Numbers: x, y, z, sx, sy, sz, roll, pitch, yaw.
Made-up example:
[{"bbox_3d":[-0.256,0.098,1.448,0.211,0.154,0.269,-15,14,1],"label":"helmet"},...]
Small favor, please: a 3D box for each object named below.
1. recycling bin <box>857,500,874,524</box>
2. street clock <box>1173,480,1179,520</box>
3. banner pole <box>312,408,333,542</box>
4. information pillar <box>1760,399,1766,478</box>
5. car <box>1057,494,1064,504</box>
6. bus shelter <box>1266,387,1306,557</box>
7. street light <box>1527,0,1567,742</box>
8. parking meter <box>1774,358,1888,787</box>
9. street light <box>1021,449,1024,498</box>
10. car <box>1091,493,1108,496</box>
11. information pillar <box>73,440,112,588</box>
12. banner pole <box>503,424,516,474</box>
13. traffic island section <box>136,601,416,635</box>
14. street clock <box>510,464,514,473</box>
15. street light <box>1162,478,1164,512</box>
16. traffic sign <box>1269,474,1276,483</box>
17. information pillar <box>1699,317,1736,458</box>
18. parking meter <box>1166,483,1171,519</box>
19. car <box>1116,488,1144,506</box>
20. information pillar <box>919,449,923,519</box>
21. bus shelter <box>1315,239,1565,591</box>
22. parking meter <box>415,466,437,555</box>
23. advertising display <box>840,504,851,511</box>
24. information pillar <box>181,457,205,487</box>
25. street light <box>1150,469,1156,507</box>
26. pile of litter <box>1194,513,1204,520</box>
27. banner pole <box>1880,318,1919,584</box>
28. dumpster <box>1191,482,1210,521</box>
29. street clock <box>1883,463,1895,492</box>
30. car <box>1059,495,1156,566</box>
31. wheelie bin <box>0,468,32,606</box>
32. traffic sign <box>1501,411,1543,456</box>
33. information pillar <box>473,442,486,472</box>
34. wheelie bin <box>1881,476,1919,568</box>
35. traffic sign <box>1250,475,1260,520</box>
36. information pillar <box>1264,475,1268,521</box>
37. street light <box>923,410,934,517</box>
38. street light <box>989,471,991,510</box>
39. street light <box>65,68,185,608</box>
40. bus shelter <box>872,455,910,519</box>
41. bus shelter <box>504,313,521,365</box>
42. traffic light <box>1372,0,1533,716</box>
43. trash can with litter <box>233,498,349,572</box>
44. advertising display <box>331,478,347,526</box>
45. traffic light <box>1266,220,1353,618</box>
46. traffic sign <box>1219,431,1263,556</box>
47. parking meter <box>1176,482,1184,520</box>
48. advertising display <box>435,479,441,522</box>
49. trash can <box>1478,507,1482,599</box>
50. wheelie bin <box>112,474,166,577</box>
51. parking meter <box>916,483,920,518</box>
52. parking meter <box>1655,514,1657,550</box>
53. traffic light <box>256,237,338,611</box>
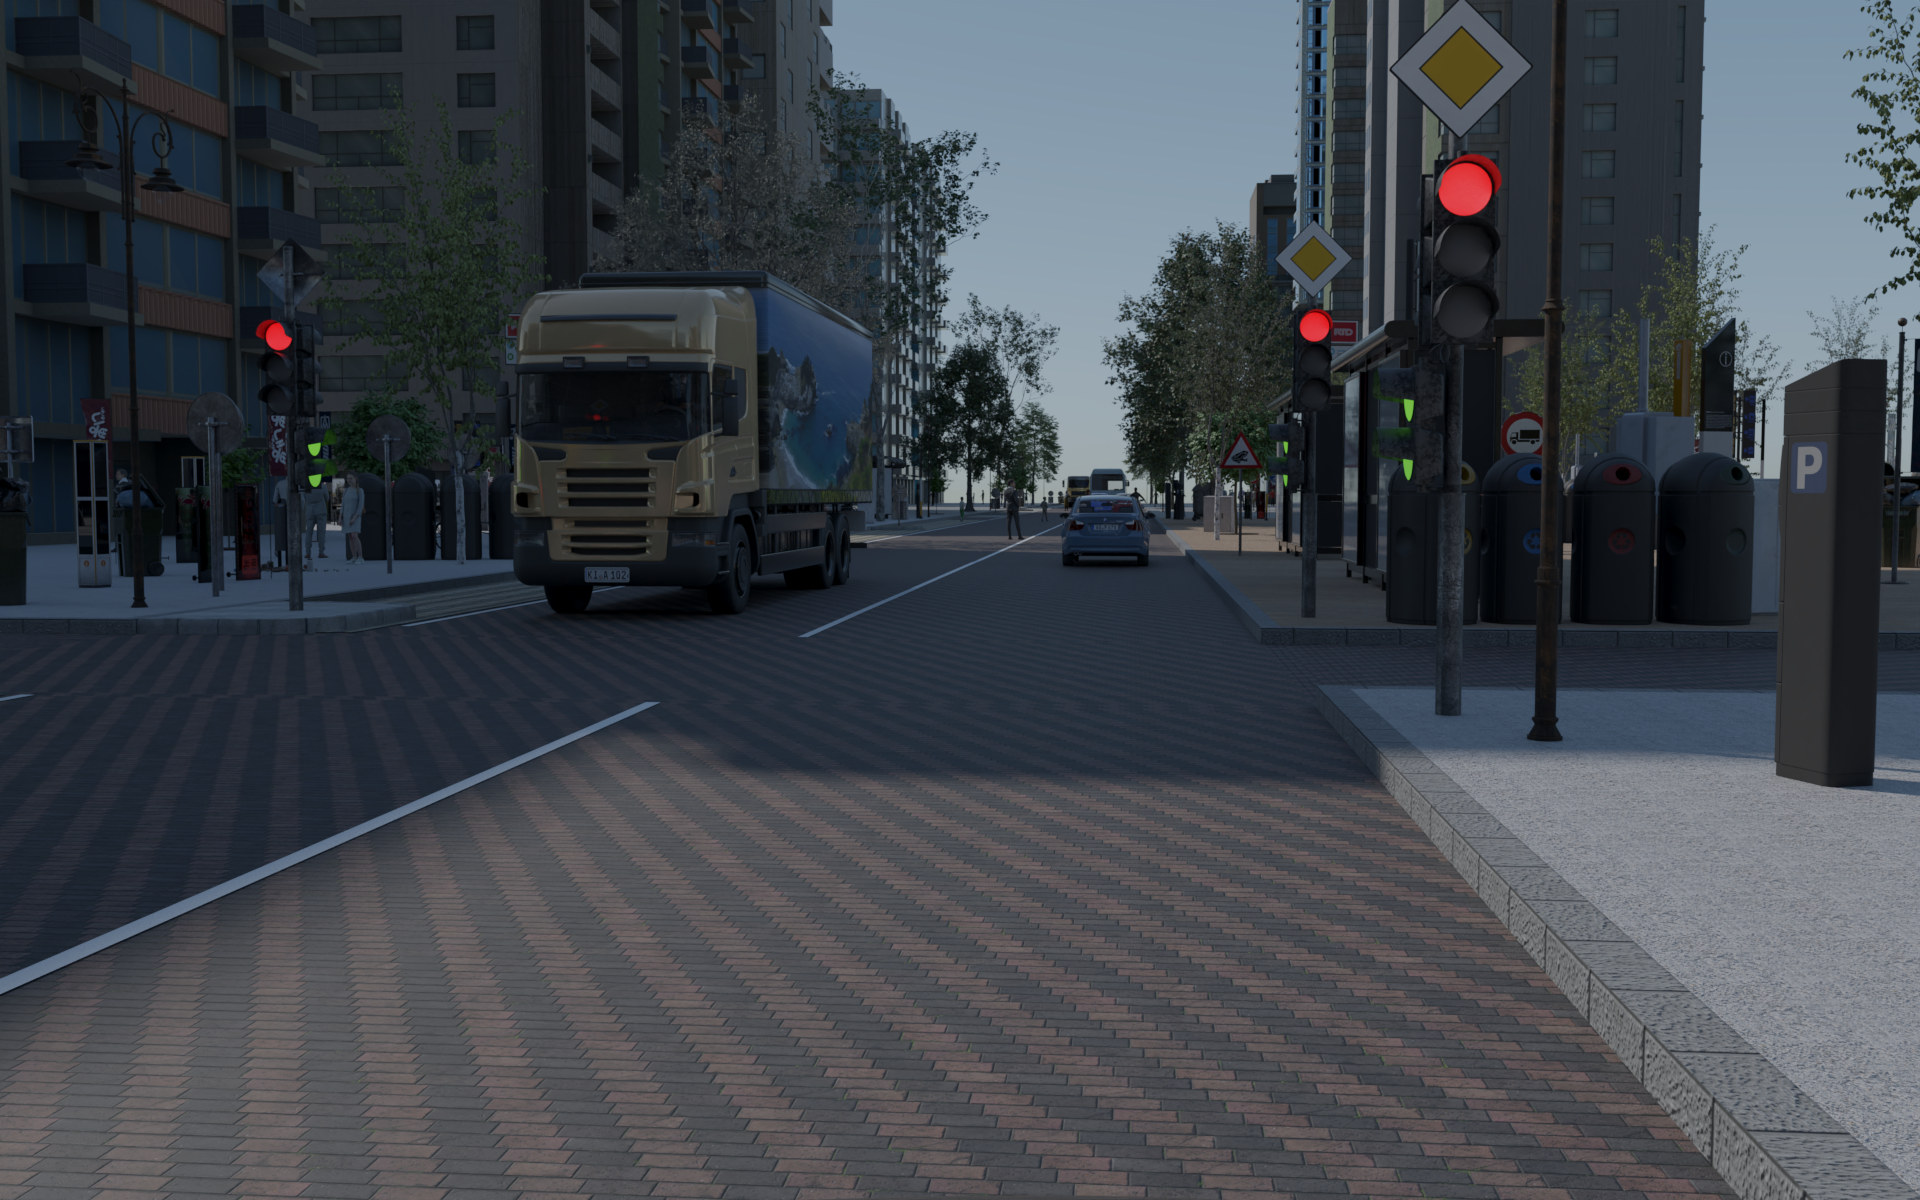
[{"bbox_3d":[-4.093,-3.837,75.291,0.722,1.027,0.722,0,4,-4],"label":"recycling bin"},{"bbox_3d":[10.847,-5.049,87.113,0.358,2.002,0.471,0,4,-3],"label":"street clock"},{"bbox_3d":[-16.981,-3.431,46.120,0.863,3.779,0.401,2,4,32],"label":"banner pole"},{"bbox_3d":[19.842,-3.149,42.844,0.183,3.616,0.504,2,4,25],"label":"information pillar"},{"bbox_3d":[14.130,-13.654,233.470,2.015,1.641,3.980,0,4,5],"label":"car"},{"bbox_3d":[7.859,-3.663,37.522,2.179,5.291,8.768,0,4,5],"label":"bus shelter"},{"bbox_3d":[3.058,-2.207,8.878,0.468,5.910,1.993,0,4,6],"label":"street light"},{"bbox_3d":[3.870,-0.123,7.721,0.255,1.863,0.399,-1,4,-13],"label":"parking meter"},{"bbox_3d":[6.462,-12.611,178.970,0.468,5.910,1.993,0,4,6],"label":"street light"},{"bbox_3d":[9.295,-6.459,115.197,1.945,1.707,3.694,0,4,7],"label":"car"},{"bbox_3d":[-11.863,-1.175,23.697,0.304,2.012,0.304,1,4,15],"label":"information pillar"},{"bbox_3d":[-14.119,-3.944,54.494,0.863,3.779,0.401,1,4,17],"label":"banner pole"},{"bbox_3d":[-7.338,0.194,19.113,2.009,0.180,2.903,0,4,6],"label":"traffic island section"},{"bbox_3d":[-10.451,-2.239,41.171,0.471,2.002,0.358,3,4,38],"label":"street clock"},{"bbox_3d":[14.775,-9.366,125.916,0.468,5.910,1.993,0,4,6],"label":"street light"},{"bbox_3d":[14.914,-4.979,81.516,0.768,2.556,0.104,0,4,7],"label":"traffic sign"},{"bbox_3d":[10.050,-1.936,23.008,0.504,3.616,0.183,-1,4,-17],"label":"information pillar"},{"bbox_3d":[10.835,-5.158,90.040,0.255,1.863,0.399,1,4,12],"label":"parking meter"},{"bbox_3d":[10.276,-5.994,107.048,2.155,1.783,4.494,0,4,5],"label":"car"},{"bbox_3d":[-2.031,-6.022,89.806,0.183,3.616,0.504,0,4,-6],"label":"information pillar"},{"bbox_3d":[6.610,-2.901,25.066,2.179,5.291,8.768,0,4,6],"label":"bus shelter"},{"bbox_3d":[-11.270,-1.889,36.594,0.399,1.863,0.255,-2,4,-34],"label":"parking meter"},{"bbox_3d":[-6.267,-5.296,91.800,0.974,1.923,0.123,0,4,3],"label":"advertising display"},{"bbox_3d":[-15.054,-1.808,34.046,0.304,2.012,0.304,1,4,11],"label":"information pillar"},{"bbox_3d":[18.872,-11.907,167.469,0.468,5.910,1.993,0,4,6],"label":"street light"},{"bbox_3d":[12.475,-4.493,87.420,1.719,0.858,1.176,-2,4,-31],"label":"pile of litter"},{"bbox_3d":[13.541,-2.110,24.518,0.863,3.779,0.401,3,5,40],"label":"banner pole"},{"bbox_3d":[11.670,-4.688,82.408,1.264,1.857,1.865,0,4,6],"label":"dumpster"},{"bbox_3d":[21.173,-2.156,39.821,0.471,2.002,0.358,1,4,14],"label":"street clock"},{"bbox_3d":[3.037,-1.456,35.807,2.014,1.417,4.499,0,4,6],"label":"car"},{"bbox_3d":[-11.121,-0.743,20.061,0.693,1.594,0.980,-2,4,-27],"label":"wheelie bin"},{"bbox_3d":[8.715,-1.632,26.787,0.768,2.556,0.104,1,4,9],"label":"traffic sign"},{"bbox_3d":[-17.681,-4.423,63.671,0.504,3.616,0.183,0,4,3],"label":"information pillar"},{"bbox_3d":[16.490,-1.368,30.272,0.980,1.594,0.693,3,5,41],"label":"wheelie bin"},{"bbox_3d":[14.404,-5.227,85.573,0.768,2.556,0.104,1,4,9],"label":"traffic sign"},{"bbox_3d":[14.845,-5.653,83.788,0.183,3.616,0.504,0,4,8],"label":"information pillar"},{"bbox_3d":[-1.734,-7.512,95.601,0.468,5.910,1.993,0,4,6],"label":"street light"},{"bbox_3d":[2.399,-10.047,137.062,0.468,5.910,1.993,0,4,6],"label":"street light"},{"bbox_3d":[-9.282,-2.852,19.415,0.468,5.910,1.993,0,4,6],"label":"street light"},{"bbox_3d":[-3.991,-6.002,92.058,2.014,3.302,5.546,0,4,6],"label":"bus shelter"},{"bbox_3d":[-8.747,-3.881,41.084,2.179,5.291,8.768,0,4,6],"label":"bus shelter"},{"bbox_3d":[2.823,-1.287,9.967,0.839,4.253,0.868,0,4,6],"label":"traffic light"},{"bbox_3d":[-11.391,-1.108,29.165,1.678,1.210,2.233,-2,4,-35],"label":"trash can with litter"},{"bbox_3d":[-25.156,-3.978,70.251,0.974,1.923,0.123,3,4,38],"label":"advertising display"},{"bbox_3d":[3.610,-1.773,17.914,0.839,4.253,0.868,0,4,6],"label":"traffic light"},{"bbox_3d":[5.800,-2.189,35.801,0.884,2.594,0.081,1,4,10],"label":"traffic sign"},{"bbox_3d":[10.978,-4.931,86.332,0.255,1.863,0.399,-2,4,-31],"label":"parking meter"},{"bbox_3d":[-22.209,-4.121,72.588,0.123,1.923,0.974,3,5,43],"label":"advertising display"},{"bbox_3d":[5.844,-0.537,20.430,0.748,1.137,0.748,0,3,0],"label":"trash can"},{"bbox_3d":[-12.812,-1.168,26.998,0.693,1.594,0.980,-3,4,-39],"label":"wheelie bin"},{"bbox_3d":[-2.165,-5.250,91.554,0.255,1.863,0.399,-1,4,-11],"label":"parking meter"},{"bbox_3d":[15.842,-1.922,39.840,0.372,1.533,0.369,0,3,0],"label":"parking meter"},{"bbox_3d":[-7.300,-1.838,18.974,0.839,4.253,0.868,0,4,6],"label":"traffic light"}]
